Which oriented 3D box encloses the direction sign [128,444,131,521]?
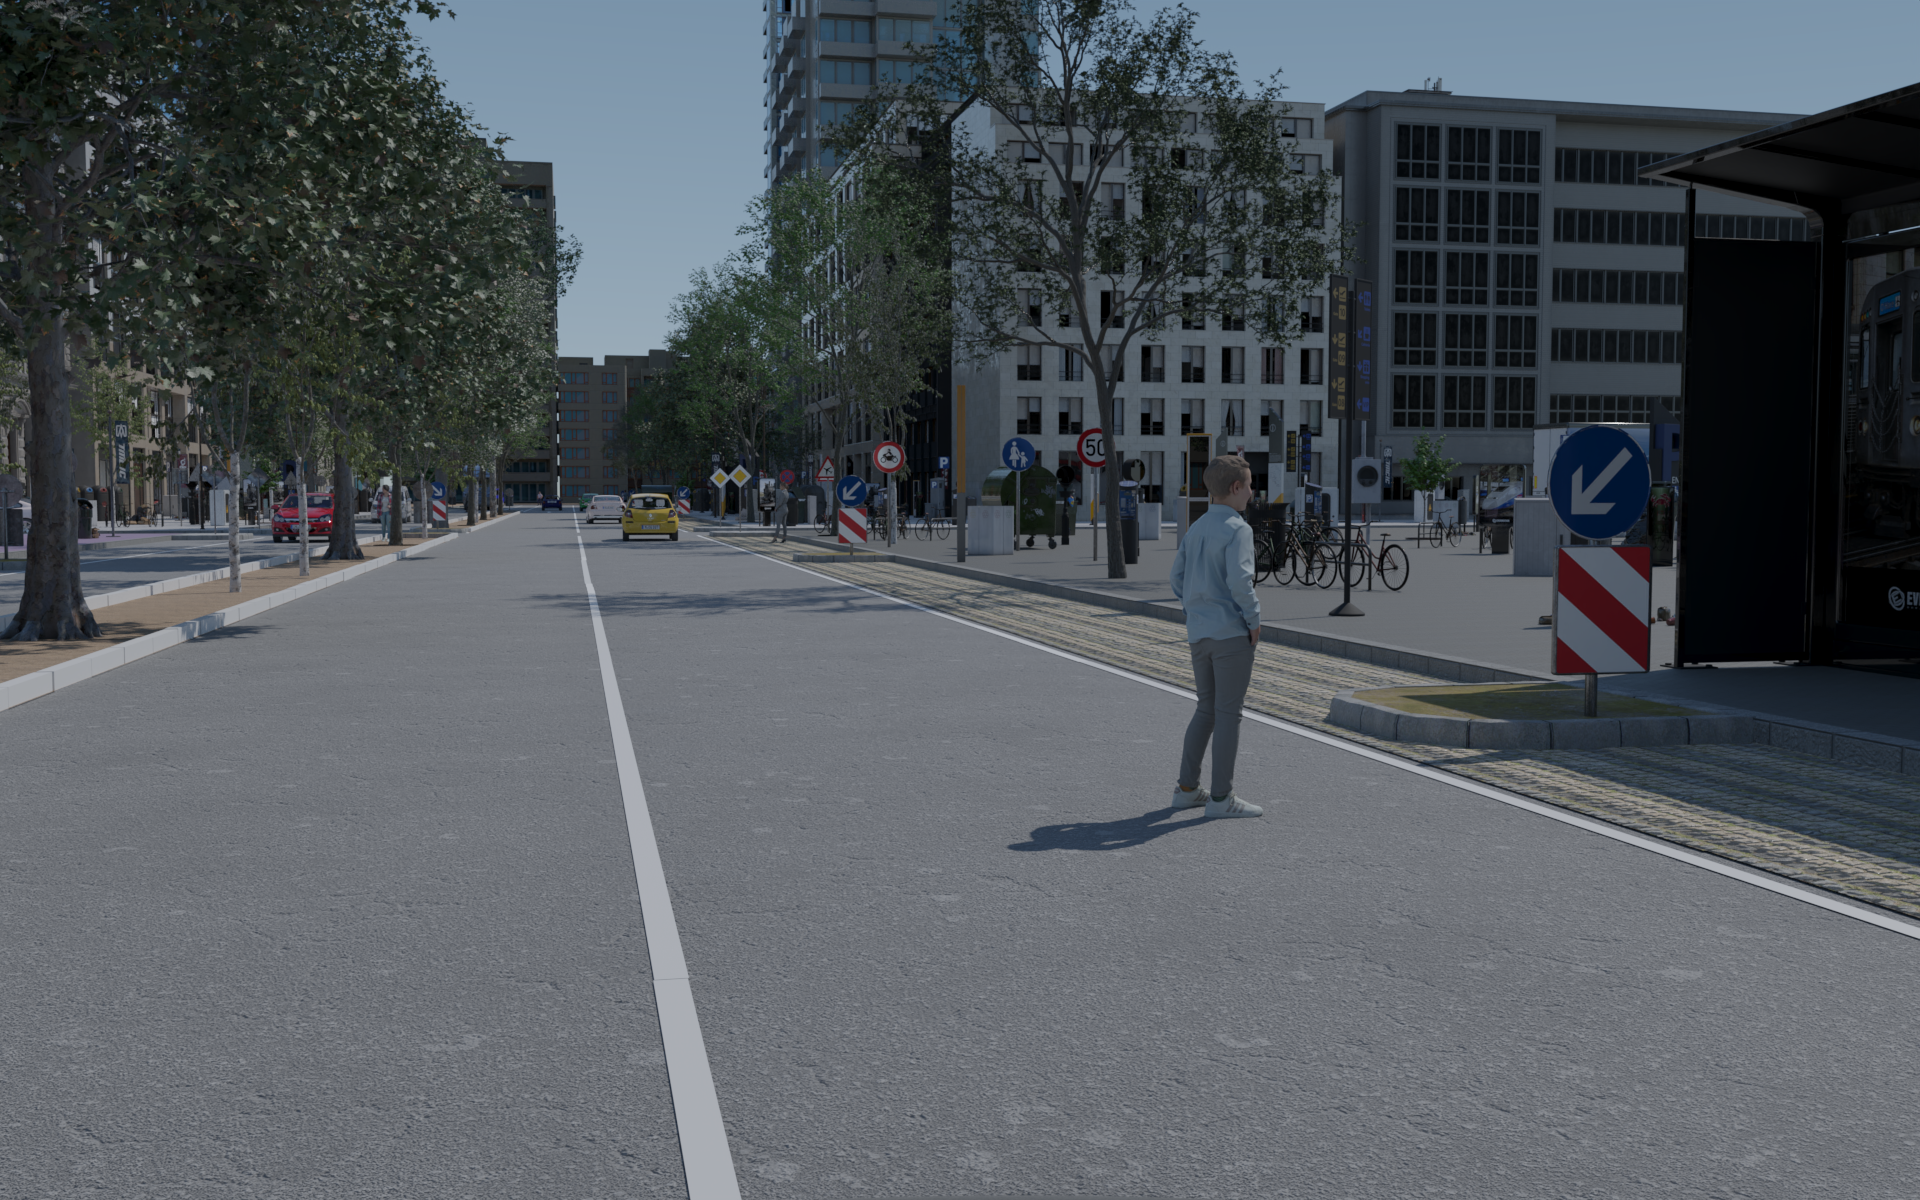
[{"bbox_3d":[-37.801,-5.309,78.795,0.379,3.537,0.876,-2,4,-30],"label":"direction sign"}]

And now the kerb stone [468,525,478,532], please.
[{"bbox_3d":[-18.984,-2.770,67.536,0.120,0.150,1.000,-1,4,-13],"label":"kerb stone"}]

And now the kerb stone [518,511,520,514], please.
[{"bbox_3d":[-30.901,-6.015,120.541,0.120,0.150,1.000,-1,4,-13],"label":"kerb stone"}]

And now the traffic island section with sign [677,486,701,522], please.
[{"bbox_3d":[-14.606,-5.014,90.614,1.989,1.847,2.006,-1,4,-13],"label":"traffic island section with sign"}]

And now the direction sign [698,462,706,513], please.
[{"bbox_3d":[-17.642,-7.729,118.372,0.876,3.537,0.379,3,5,45],"label":"direction sign"}]

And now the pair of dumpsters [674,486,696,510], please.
[{"bbox_3d":[-21.744,-8.234,137.114,1.574,2.255,4.437,-1,4,-13],"label":"pair of dumpsters"}]

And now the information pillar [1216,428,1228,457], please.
[{"bbox_3d":[9.289,-4.289,61.472,0.183,3.616,0.504,-3,5,-43],"label":"information pillar"}]

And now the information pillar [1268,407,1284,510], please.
[{"bbox_3d":[8.494,-3.379,46.606,0.183,3.616,0.504,-3,4,-37],"label":"information pillar"}]

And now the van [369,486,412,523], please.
[{"bbox_3d":[-28.179,-4.821,85.831,2.013,2.044,4.112,-1,4,-13],"label":"van"}]

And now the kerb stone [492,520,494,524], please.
[{"bbox_3d":[-22.140,-3.630,81.548,0.120,0.150,1.000,-1,4,-13],"label":"kerb stone"}]

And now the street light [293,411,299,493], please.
[{"bbox_3d":[-32.707,-6.890,85.438,0.468,5.910,1.993,-1,4,-13],"label":"street light"}]

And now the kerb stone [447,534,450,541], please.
[{"bbox_3d":[-15.494,-1.824,52.024,0.120,0.150,1.000,-1,4,-13],"label":"kerb stone"}]

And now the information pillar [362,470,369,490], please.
[{"bbox_3d":[-45.601,-8.658,132.917,0.504,3.616,0.183,0,4,-3],"label":"information pillar"}]

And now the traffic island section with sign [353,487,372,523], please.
[{"bbox_3d":[-30.563,-4.793,86.996,1.989,1.847,2.006,-1,4,-13],"label":"traffic island section with sign"}]

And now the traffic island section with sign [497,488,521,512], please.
[{"bbox_3d":[-35.745,-7.898,137.274,2.006,1.907,1.989,-1,4,-13],"label":"traffic island section with sign"}]

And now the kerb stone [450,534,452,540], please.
[{"bbox_3d":[-15.720,-1.885,53.021,0.120,0.150,1.000,-1,4,-13],"label":"kerb stone"}]

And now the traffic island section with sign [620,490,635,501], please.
[{"bbox_3d":[-31.667,-9.656,166.508,1.989,1.847,2.006,-1,4,-13],"label":"traffic island section with sign"}]

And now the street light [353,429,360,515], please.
[{"bbox_3d":[-37.704,-8.291,108.341,0.468,5.910,1.993,-1,4,-13],"label":"street light"}]

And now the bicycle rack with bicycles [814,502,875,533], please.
[{"bbox_3d":[-3.071,-2.639,56.525,2.852,0.926,2.925,-3,4,-36],"label":"bicycle rack with bicycles"}]

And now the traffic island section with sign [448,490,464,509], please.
[{"bbox_3d":[-47.481,-9.398,162.281,1.989,1.847,2.006,-1,4,-13],"label":"traffic island section with sign"}]

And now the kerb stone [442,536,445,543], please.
[{"bbox_3d":[-15.052,-1.697,50.023,0.120,0.150,1.000,-1,4,-13],"label":"kerb stone"}]

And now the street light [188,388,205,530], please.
[{"bbox_3d":[-27.454,-5.493,62.592,0.468,5.910,1.993,-1,4,-13],"label":"street light"}]

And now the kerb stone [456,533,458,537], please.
[{"bbox_3d":[-16.390,-2.069,56.016,0.120,0.150,1.000,-1,4,-13],"label":"kerb stone"}]

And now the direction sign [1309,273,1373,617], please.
[{"bbox_3d":[4.088,-1.602,18.195,0.379,3.537,0.876,3,5,41],"label":"direction sign"}]

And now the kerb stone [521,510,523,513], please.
[{"bbox_3d":[-32.479,-6.444,127.561,0.120,0.150,1.000,-1,4,-13],"label":"kerb stone"}]

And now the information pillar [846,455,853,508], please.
[{"bbox_3d":[-6.627,-6.899,104.155,0.504,3.616,0.183,-3,5,-40],"label":"information pillar"}]

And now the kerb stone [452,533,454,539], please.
[{"bbox_3d":[-15.948,-1.942,54.017,0.120,0.150,1.000,-1,4,-13],"label":"kerb stone"}]

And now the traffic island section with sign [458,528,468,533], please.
[{"bbox_3d":[-19.253,-3.414,63.961,2.006,1.907,1.989,-1,4,-13],"label":"traffic island section with sign"}]

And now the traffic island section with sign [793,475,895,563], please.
[{"bbox_3d":[-2.529,-1.731,36.932,1.989,1.847,2.006,-1,4,-13],"label":"traffic island section with sign"}]

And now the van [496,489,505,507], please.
[{"bbox_3d":[-52.329,-11.643,194.754,2.240,2.365,5.245,-1,4,-14],"label":"van"}]

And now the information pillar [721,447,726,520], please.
[{"bbox_3d":[-11.802,-5.810,86.354,0.183,3.616,0.504,0,4,6],"label":"information pillar"}]

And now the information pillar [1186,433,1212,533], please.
[{"bbox_3d":[2.922,-1.020,21.174,0.304,2.012,0.304,1,4,9],"label":"information pillar"}]

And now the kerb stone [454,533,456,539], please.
[{"bbox_3d":[-16.173,-2.007,55.017,0.120,0.150,1.000,-1,4,-13],"label":"kerb stone"}]

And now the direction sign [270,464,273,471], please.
[{"bbox_3d":[-44.843,-7.345,112.089,0.876,3.537,0.379,1,4,8],"label":"direction sign"}]

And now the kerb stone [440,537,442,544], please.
[{"bbox_3d":[-14.825,-1.641,49.026,0.120,0.150,1.000,-1,4,-13],"label":"kerb stone"}]

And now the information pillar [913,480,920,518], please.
[{"bbox_3d":[-2.331,-5.445,93.510,0.304,2.012,0.304,1,4,14],"label":"information pillar"}]

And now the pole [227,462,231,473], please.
[{"bbox_3d":[-30.634,-4.822,72.678,0.158,3.312,0.155,0,3,0],"label":"pole"}]

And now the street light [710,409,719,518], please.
[{"bbox_3d":[-13.241,-7.388,93.582,0.468,5.910,1.993,-1,4,-13],"label":"street light"}]

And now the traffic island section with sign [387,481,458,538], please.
[{"bbox_3d":[-17.637,-2.972,56.732,2.006,1.907,1.989,-1,4,-13],"label":"traffic island section with sign"}]

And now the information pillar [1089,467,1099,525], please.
[{"bbox_3d":[5.509,-4.868,70.946,0.183,3.616,0.504,-2,4,-28],"label":"information pillar"}]

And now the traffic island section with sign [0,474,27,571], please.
[{"bbox_3d":[-18.485,-1.510,33.319,1.989,1.847,2.006,-1,4,-13],"label":"traffic island section with sign"}]

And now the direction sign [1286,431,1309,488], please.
[{"bbox_3d":[12.075,-4.269,61.790,0.876,3.537,0.379,0,4,2],"label":"direction sign"}]

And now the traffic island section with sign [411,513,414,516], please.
[{"bbox_3d":[-36.480,-6.402,113.296,1.989,1.847,2.006,-1,4,-13],"label":"traffic island section with sign"}]

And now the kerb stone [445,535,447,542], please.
[{"bbox_3d":[-15.279,-1.761,51.025,0.120,0.150,1.000,-1,4,-13],"label":"kerb stone"}]

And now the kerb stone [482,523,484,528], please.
[{"bbox_3d":[-19.872,-3.017,71.531,0.120,0.150,1.000,-1,4,-13],"label":"kerb stone"}]

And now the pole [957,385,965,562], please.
[{"bbox_3d":[0.022,-2.367,32.538,0.158,3.312,0.155,0,3,0],"label":"pole"}]

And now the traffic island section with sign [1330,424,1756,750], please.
[{"bbox_3d":[3.386,-0.123,10.632,1.989,1.847,2.006,-1,4,-13],"label":"traffic island section with sign"}]

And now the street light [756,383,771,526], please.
[{"bbox_3d":[-7.954,-5.965,70.315,0.468,5.910,1.993,-1,4,-13],"label":"street light"}]

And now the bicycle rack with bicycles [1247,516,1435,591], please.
[{"bbox_3d":[4.430,-0.634,23.748,2.852,0.926,2.925,-1,4,-15],"label":"bicycle rack with bicycles"}]

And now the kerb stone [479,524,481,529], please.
[{"bbox_3d":[-19.429,-2.895,69.531,0.120,0.150,1.000,-1,4,-13],"label":"kerb stone"}]

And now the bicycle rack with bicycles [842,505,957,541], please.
[{"bbox_3d":[-1.392,-2.145,48.450,2.852,0.926,2.925,2,4,27],"label":"bicycle rack with bicycles"}]
